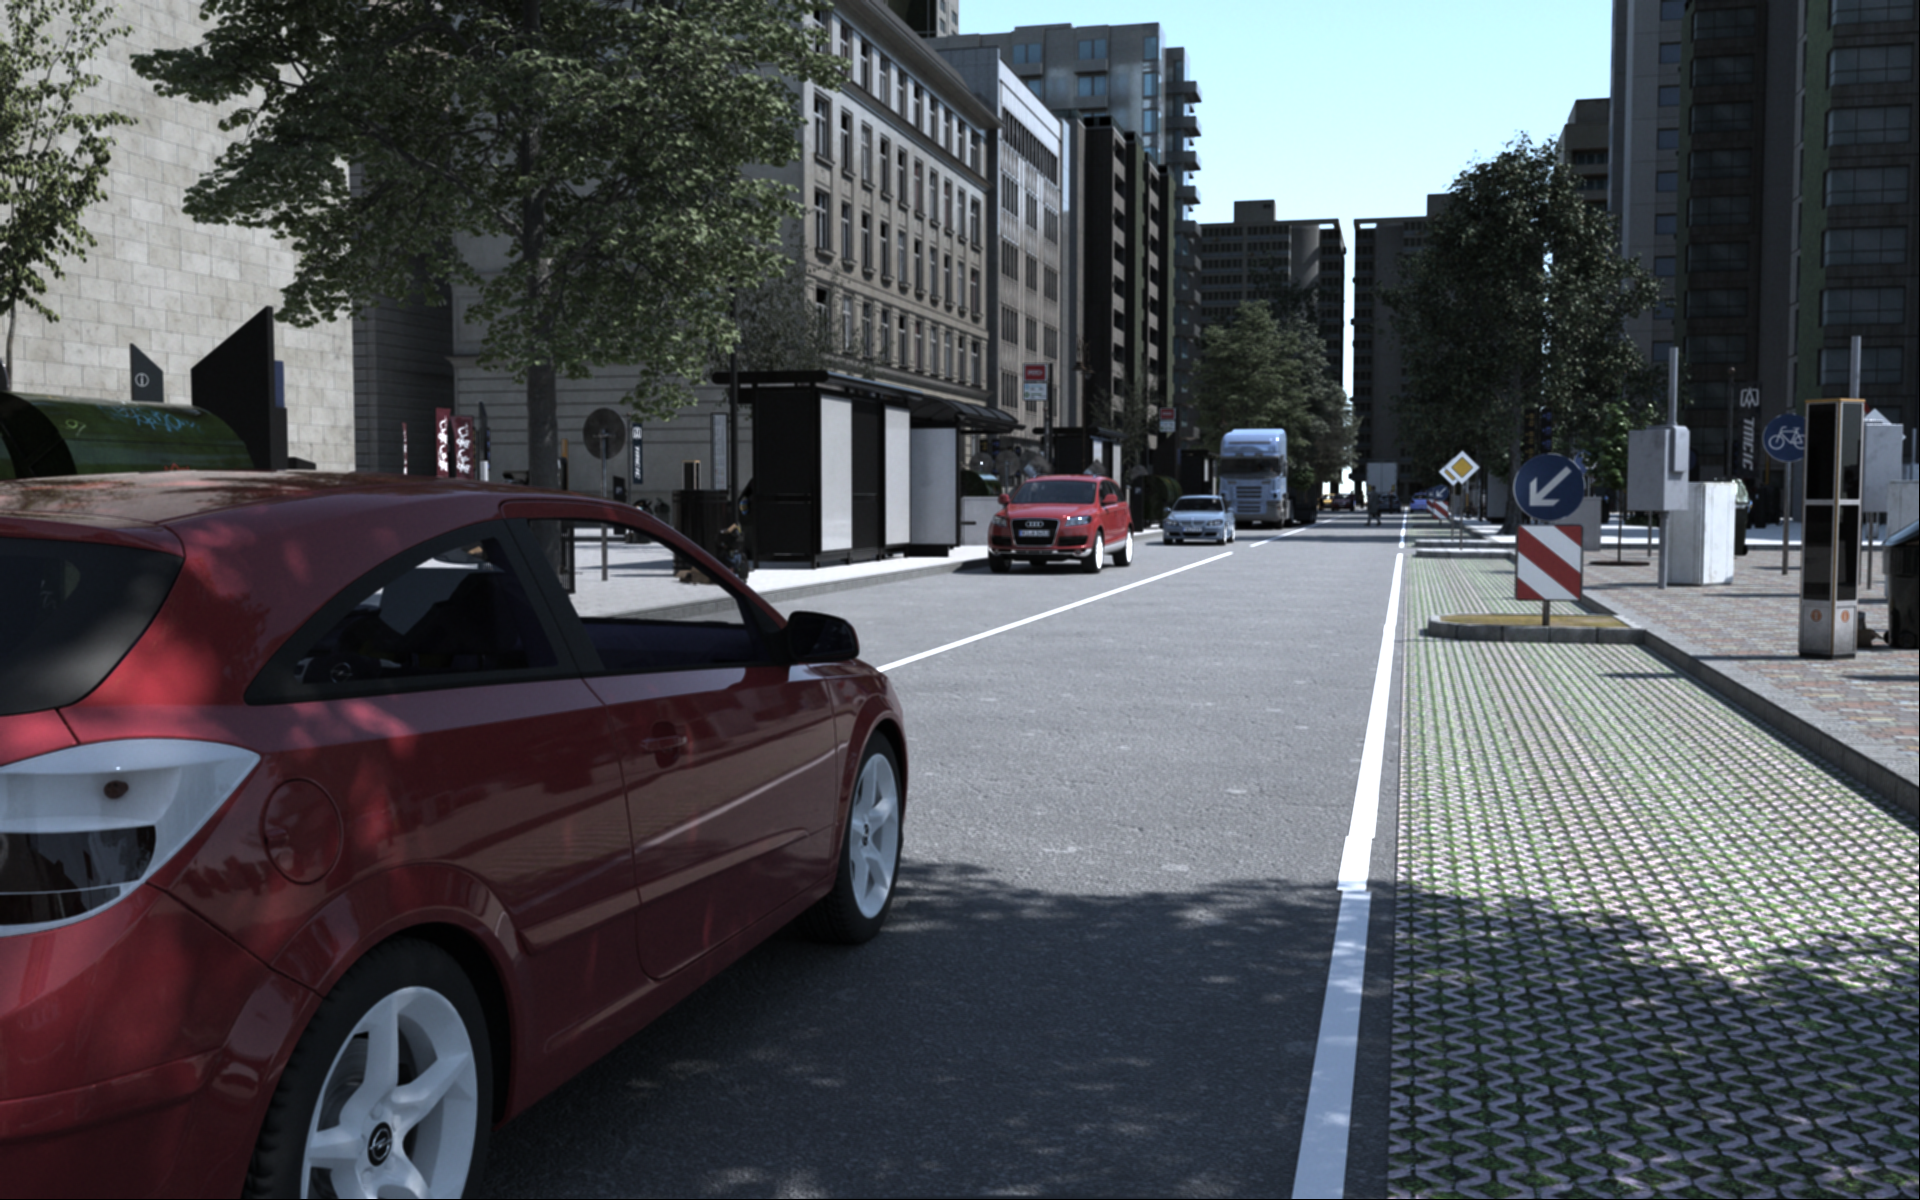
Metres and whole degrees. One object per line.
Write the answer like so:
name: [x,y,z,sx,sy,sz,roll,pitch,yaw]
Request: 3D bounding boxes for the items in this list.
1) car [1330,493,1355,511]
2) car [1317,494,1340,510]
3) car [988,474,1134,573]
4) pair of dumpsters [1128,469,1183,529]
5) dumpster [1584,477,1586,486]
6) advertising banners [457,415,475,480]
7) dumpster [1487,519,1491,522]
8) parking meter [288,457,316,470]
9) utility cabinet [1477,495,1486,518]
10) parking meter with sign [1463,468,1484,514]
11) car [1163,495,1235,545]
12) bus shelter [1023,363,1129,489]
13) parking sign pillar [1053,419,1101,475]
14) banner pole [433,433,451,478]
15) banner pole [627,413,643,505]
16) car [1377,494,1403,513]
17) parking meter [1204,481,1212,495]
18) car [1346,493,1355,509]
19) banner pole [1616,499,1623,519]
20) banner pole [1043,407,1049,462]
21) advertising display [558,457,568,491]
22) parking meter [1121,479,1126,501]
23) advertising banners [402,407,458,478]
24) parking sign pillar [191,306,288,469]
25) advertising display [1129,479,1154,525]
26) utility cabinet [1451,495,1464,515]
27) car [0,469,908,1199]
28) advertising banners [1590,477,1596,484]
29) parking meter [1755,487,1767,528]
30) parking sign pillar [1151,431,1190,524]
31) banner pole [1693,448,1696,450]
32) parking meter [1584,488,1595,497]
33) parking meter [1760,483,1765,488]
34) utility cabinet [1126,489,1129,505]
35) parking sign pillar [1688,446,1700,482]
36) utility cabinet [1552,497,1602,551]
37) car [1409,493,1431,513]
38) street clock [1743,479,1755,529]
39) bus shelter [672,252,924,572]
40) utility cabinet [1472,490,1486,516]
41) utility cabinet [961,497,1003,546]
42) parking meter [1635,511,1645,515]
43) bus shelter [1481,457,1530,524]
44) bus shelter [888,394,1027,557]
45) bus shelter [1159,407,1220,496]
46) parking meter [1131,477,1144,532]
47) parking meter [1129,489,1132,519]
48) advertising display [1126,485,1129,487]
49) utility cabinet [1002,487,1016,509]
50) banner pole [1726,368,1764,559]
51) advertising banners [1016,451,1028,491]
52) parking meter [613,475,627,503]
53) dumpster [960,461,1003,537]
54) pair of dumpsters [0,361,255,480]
car: [32.321,-8.396,146.314,2.155,1.783,4.494,1,4,14]
car: [32.505,-8.702,152.503,2.015,1.641,3.980,1,4,16]
car: [2.000,-1.495,33.113,2.281,1.827,5.304,1,4,15]
pair of dumpsters: [7.307,-3.812,64.825,1.574,2.255,4.437,1,4,15]
dumpster: [23.663,-3.999,67.872,1.502,2.255,1.985,1,4,15]
advertising banners: [-10.348,-2.606,38.790,2.074,3.025,0.090,-2,4,-27]
dumpster: [25.248,-4.592,80.833,1.264,1.857,1.865,1,4,14]
parking meter: [-10.465,-1.340,27.621,0.255,1.863,0.399,3,5,40]
utility cabinet: [28.537,-5.048,93.691,1.020,1.237,0.306,0,4,6]
parking meter with sign: [33.399,-7.181,113.676,1.738,3.016,0.543,0,4,-6]
car: [6.945,-2.327,50.054,2.014,1.417,4.499,1,4,14]
bus shelter: [3.652,-4.771,55.639,2.179,5.291,8.768,1,4,14]
parking sign pillar: [4.354,-4.493,61.932,1.447,3.967,1.447,-1,4,-19]
banner pole: [-21.144,-4.931,70.633,0.863,3.779,0.401,0,4,-7]
banner pole: [-10.071,-3.887,53.566,0.401,3.779,0.863,2,4,29]
car: [33.029,-7.415,133.240,2.014,1.417,4.499,1,4,15]
parking meter: [11.269,-4.468,78.769,0.255,1.863,0.399,2,4,34]
car: [36.621,-9.484,164.651,1.945,1.707,3.694,1,4,16]
banner pole: [34.729,-6.157,90.677,0.863,3.779,0.401,-3,5,-45]
banner pole: [2.495,-3.663,49.910,0.401,3.779,0.863,0,4,-7]
advertising display: [-7.185,-1.552,30.586,0.123,1.923,0.974,-3,4,-37]
parking meter: [6.324,-3.786,67.619,0.255,1.863,0.399,-1,4,-13]
advertising banners: [-10.647,-2.324,34.192,0.090,3.025,2.074,1,4,19]
parking sign pillar: [-10.477,-2.247,25.217,1.447,3.967,1.447,1,4,14]
advertising display: [7.642,-4.099,72.226,0.974,1.923,0.123,0,4,-8]
utility cabinet: [30.727,-5.859,106.948,0.306,1.237,1.020,-1,4,-16]
car: [-1.437,0.278,4.496,2.155,1.783,4.494,1,4,14]
advertising banners: [34.535,-6.134,96.476,2.074,3.025,0.090,0,4,5]
parking meter: [30.073,-3.464,65.041,0.372,1.533,0.369,0,3,0]
parking sign pillar: [8.863,-5.243,74.202,1.447,3.967,1.447,-3,5,-41]
banner pole: [34.787,-5.657,82.513,0.401,3.779,0.863,-1,4,-13]
parking meter: [23.599,-3.457,64.931,0.372,1.533,0.369,0,3,0]
parking meter: [41.592,-5.128,89.558,0.399,1.863,0.255,3,5,43]
utility cabinet: [10.541,-6.109,108.554,0.318,1.500,1.173,2,4,34]
parking sign pillar: [30.826,-5.226,73.915,1.447,3.967,1.447,0,4,4]
utility cabinet: [13.898,-1.706,39.054,1.020,1.237,0.306,1,4,13]
car: [35.004,-7.445,131.319,1.945,1.707,3.694,1,4,15]
street clock: [28.951,-3.611,63.611,0.358,2.002,0.471,0,4,-2]
bus shelter: [-2.871,-3.257,30.880,2.179,5.291,8.768,1,4,14]
utility cabinet: [29.580,-5.482,98.303,1.173,1.500,0.318,-2,4,-32]
utility cabinet: [0.551,-1.955,43.131,1.020,1.237,0.306,-1,4,-11]
parking meter: [28.689,-3.953,73.039,0.372,1.533,0.369,0,3,0]
bus shelter: [23.087,-4.835,72.979,2.014,3.302,5.546,1,4,14]
bus shelter: [-0.130,-2.684,37.815,2.014,3.302,5.546,1,4,15]
bus shelter: [10.971,-6.437,82.876,2.179,5.291,8.768,1,4,14]
parking meter: [5.966,-3.213,58.248,0.399,1.863,0.255,0,4,5]
parking meter: [8.159,-4.525,82.391,0.372,1.533,0.369,0,3,0]
advertising display: [11.841,-7.274,124.136,0.974,1.923,0.123,2,4,28]
utility cabinet: [1.291,-2.998,57.702,1.173,1.500,0.318,-2,4,-31]
banner pole: [15.400,-2.701,34.184,0.401,3.779,0.863,-3,4,-37]
advertising banners: [2.403,-4.548,70.543,0.090,3.025,2.074,-2,4,-27]
parking meter: [-10.673,-2.979,54.416,0.399,1.863,0.255,0,3,0]
dumpster: [0.307,-2.947,50.681,1.502,2.255,1.985,1,4,14]
pair of dumpsters: [-6.689,-0.551,11.510,1.574,2.255,4.437,1,4,14]
